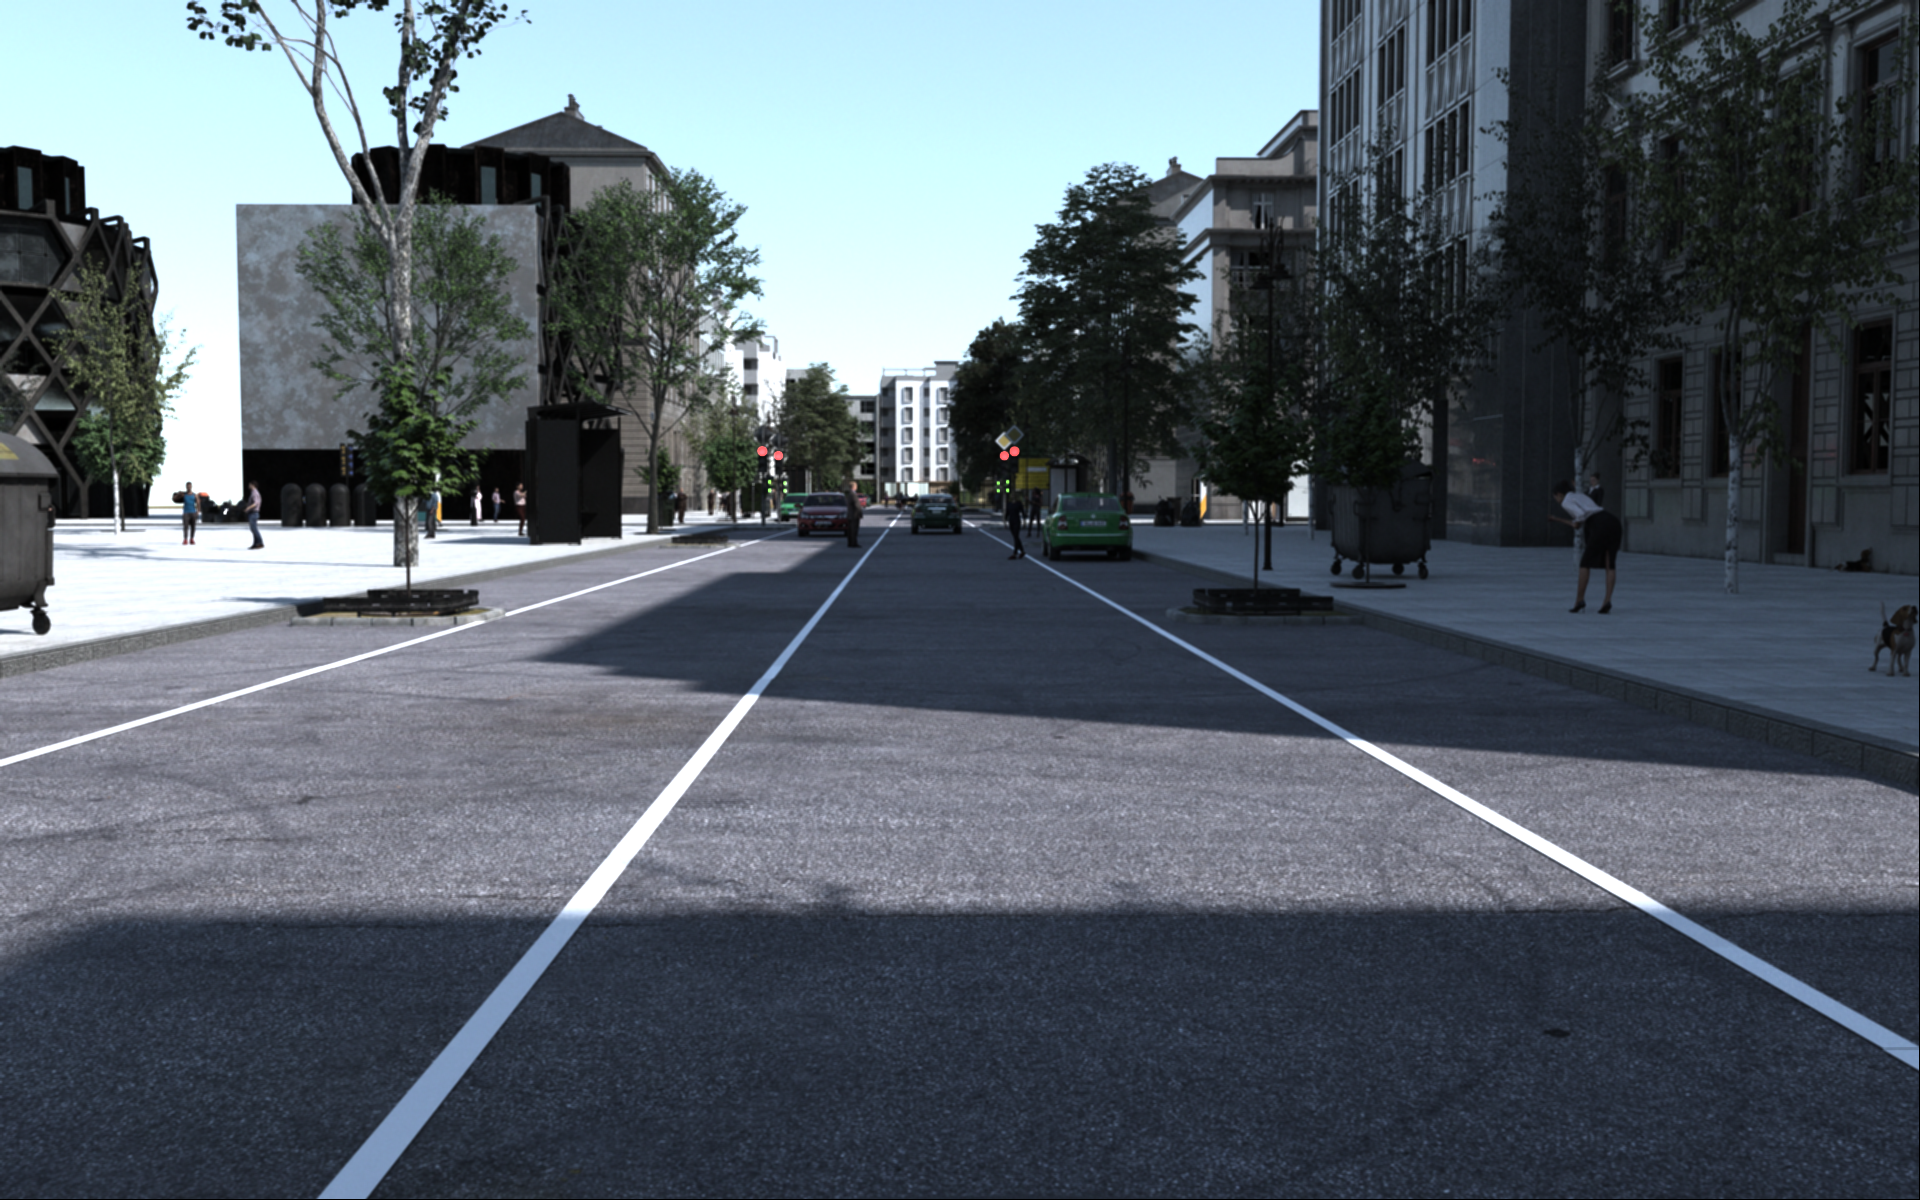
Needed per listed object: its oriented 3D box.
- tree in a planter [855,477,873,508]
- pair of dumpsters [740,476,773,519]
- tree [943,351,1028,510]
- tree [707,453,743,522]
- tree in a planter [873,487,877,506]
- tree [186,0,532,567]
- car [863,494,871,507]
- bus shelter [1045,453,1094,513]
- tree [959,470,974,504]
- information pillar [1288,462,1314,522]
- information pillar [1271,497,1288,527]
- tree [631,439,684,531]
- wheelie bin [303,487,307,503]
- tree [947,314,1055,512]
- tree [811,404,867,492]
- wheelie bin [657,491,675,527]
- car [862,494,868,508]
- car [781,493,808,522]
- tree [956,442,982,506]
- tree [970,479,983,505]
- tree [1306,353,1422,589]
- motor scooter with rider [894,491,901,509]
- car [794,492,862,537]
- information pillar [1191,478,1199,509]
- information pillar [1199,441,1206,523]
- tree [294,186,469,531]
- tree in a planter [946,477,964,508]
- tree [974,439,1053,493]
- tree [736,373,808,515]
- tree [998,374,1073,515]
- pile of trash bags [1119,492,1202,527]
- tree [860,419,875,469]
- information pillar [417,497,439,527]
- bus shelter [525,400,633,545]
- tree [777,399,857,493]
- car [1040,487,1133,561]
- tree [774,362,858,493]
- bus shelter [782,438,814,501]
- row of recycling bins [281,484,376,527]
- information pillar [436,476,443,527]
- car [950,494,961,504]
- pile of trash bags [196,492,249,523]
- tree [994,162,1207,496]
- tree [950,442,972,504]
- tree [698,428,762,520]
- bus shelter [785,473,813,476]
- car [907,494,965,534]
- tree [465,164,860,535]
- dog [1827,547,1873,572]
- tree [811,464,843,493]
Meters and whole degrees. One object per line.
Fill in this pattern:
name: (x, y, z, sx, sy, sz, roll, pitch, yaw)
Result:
tree in a planter: (-10.296, -11.149, 179.503, 1.991, 3.239, 1.994, 0, 4, -1)
pair of dumpsters: (-10.945, -5.523, 92.801, 1.574, 2.255, 4.436, 0, 4, -1)
tree: (3.272, -14.379, 141.752, 9.857, 13.997, 8.962, 0, 3, 0)
tree: (-10.967, -5.245, 80.359, 1.663, 3.219, 1.824, 0, 3, 0)
tree in a planter: (-10.983, -12.857, 207.432, 1.991, 3.239, 1.994, 0, 4, -1)
tree: (-11.249, -10.669, 30.332, 12.611, 20.169, 13.585, 0, 3, 0)
car: (-10.665, -10.780, 188.058, 2.131, 1.459, 4.920, 0, 4, -1)
bus shelter: (5.469, -5.719, 87.437, 2.014, 3.302, 5.546, 0, 4, -1)
tree: (1.479, -14.321, 217.866, 4.285, 4.588, 4.351, 0, 3, 0)
information pillar: (15.558, -5.373, 79.162, 1.656, 3.620, 0.184, -2, 4, -31)
information pillar: (12.503, -4.696, 68.100, 0.184, 3.620, 1.656, 0, 4, -1)
tree: (-10.431, -4.061, 60.993, 1.663, 3.219, 1.824, 0, 3, 0)
wheelie bin: (-28.292, -4.157, 75.869, 0.980, 1.594, 0.693, -1, 4, -10)
tree: (3.169, -13.083, 121.334, 7.806, 13.903, 7.818, 0, 3, 0)
tree: (-14.131, -16.981, 199.689, 6.751, 12.117, 7.091, 0, 3, 0)
wheelie bin: (-11.598, -3.682, 68.111, 0.693, 1.594, 0.980, 3, 4, 36)
car: (-10.324, -10.061, 173.531, 2.155, 1.783, 4.494, 0, 4, -3)
car: (-8.242, -4.879, 88.570, 1.959, 1.807, 4.718, 0, 4, 0)
tree: (1.644, -14.512, 187.637, 4.360, 8.622, 3.978, 0, 3, 0)
tree: (2.083, -13.038, 207.764, 1.663, 3.219, 1.824, 0, 3, 0)
tree: (5.682, -1.796, 23.972, 1.663, 3.219, 1.824, 0, 3, 0)
motor scooter with rider: (-5.910, -9.503, 164.338, 0.876, 1.779, 1.986, 0, 4, -2)
car: (-4.589, -3.082, 59.431, 2.155, 1.783, 4.494, 0, 4, -2)
information pillar: (10.648, -4.518, 78.356, 0.304, 2.012, 0.304, -2, 4, -26)
information pillar: (10.765, -5.226, 76.807, 0.183, 3.616, 0.504, 3, 4, 38)
tree: (-18.569, -8.210, 59.989, 9.928, 11.665, 9.643, 0, 3, 0)
tree in a planter: (-0.578, -11.150, 179.531, 1.991, 3.239, 1.994, 0, 4, -1)
tree: (3.909, -7.103, 99.849, 4.285, 4.588, 4.351, 0, 3, 0)
tree: (-11.146, -9.485, 105.445, 4.360, 8.622, 3.978, 0, 3, 0)
tree: (4.249, -9.438, 104.667, 4.737, 8.622, 4.395, 0, 3, 0)
pile of trash bags: (8.000, -3.618, 68.905, 3.447, 1.369, 1.912, 1, 4, 19)
tree: (-14.717, -17.950, 219.230, 9.928, 11.665, 9.643, 0, 3, 0)
information pillar: (-20.672, -4.736, 66.810, 0.750, 3.857, 0.750, 1, 4, 20)
bus shelter: (-10.126, -3.379, 46.524, 1.731, 3.624, 6.357, 0, 4, -1)
tree: (-12.783, -13.753, 159.271, 7.601, 10.594, 8.767, 3, 4, 38)
car: (2.787, -1.824, 38.611, 1.959, 1.807, 4.718, 0, 4, 0)
tree: (-12.310, -14.061, 148.016, 7.486, 12.596, 7.792, 0, 3, 0)
bus shelter: (-11.963, -9.063, 125.816, 2.179, 5.291, 8.768, 0, 4, -1)
row of recycling bins: (-24.832, -3.731, 68.122, 3.534, 1.692, 1.069, -1, 4, -15)
information pillar: (-20.560, -4.675, 67.790, 0.504, 3.616, 0.183, -2, 4, -32)
car: (-0.942, -4.649, 85.803, 2.009, 1.686, 4.222, 0, 4, -2)
pile of trash bags: (-32.993, -4.120, 77.114, 3.447, 1.369, 1.912, 3, 4, 38)
tree: (4.916, -8.679, 60.029, 7.486, 12.596, 7.792, 0, 3, 0)
tree: (0.617, -16.838, 225.660, 4.737, 8.622, 4.395, 0, 3, 0)
tree: (-11.391, -6.264, 86.124, 4.285, 4.588, 4.351, 0, 3, 0)
bus shelter: (-12.918, -8.935, 140.018, 2.014, 3.302, 5.546, 0, 4, -2)
car: (-0.873, -3.153, 63.353, 2.131, 1.459, 4.920, 0, 4, -1)
tree: (-9.600, -7.876, 54.534, 9.928, 11.665, 9.643, 0, 3, 0)
dog: (14.730, -0.659, 28.505, 0.550, 0.427, 0.748, -1, 4, -18)
tree: (-13.131, -11.219, 167.146, 4.285, 4.588, 4.351, 0, 3, 0)
